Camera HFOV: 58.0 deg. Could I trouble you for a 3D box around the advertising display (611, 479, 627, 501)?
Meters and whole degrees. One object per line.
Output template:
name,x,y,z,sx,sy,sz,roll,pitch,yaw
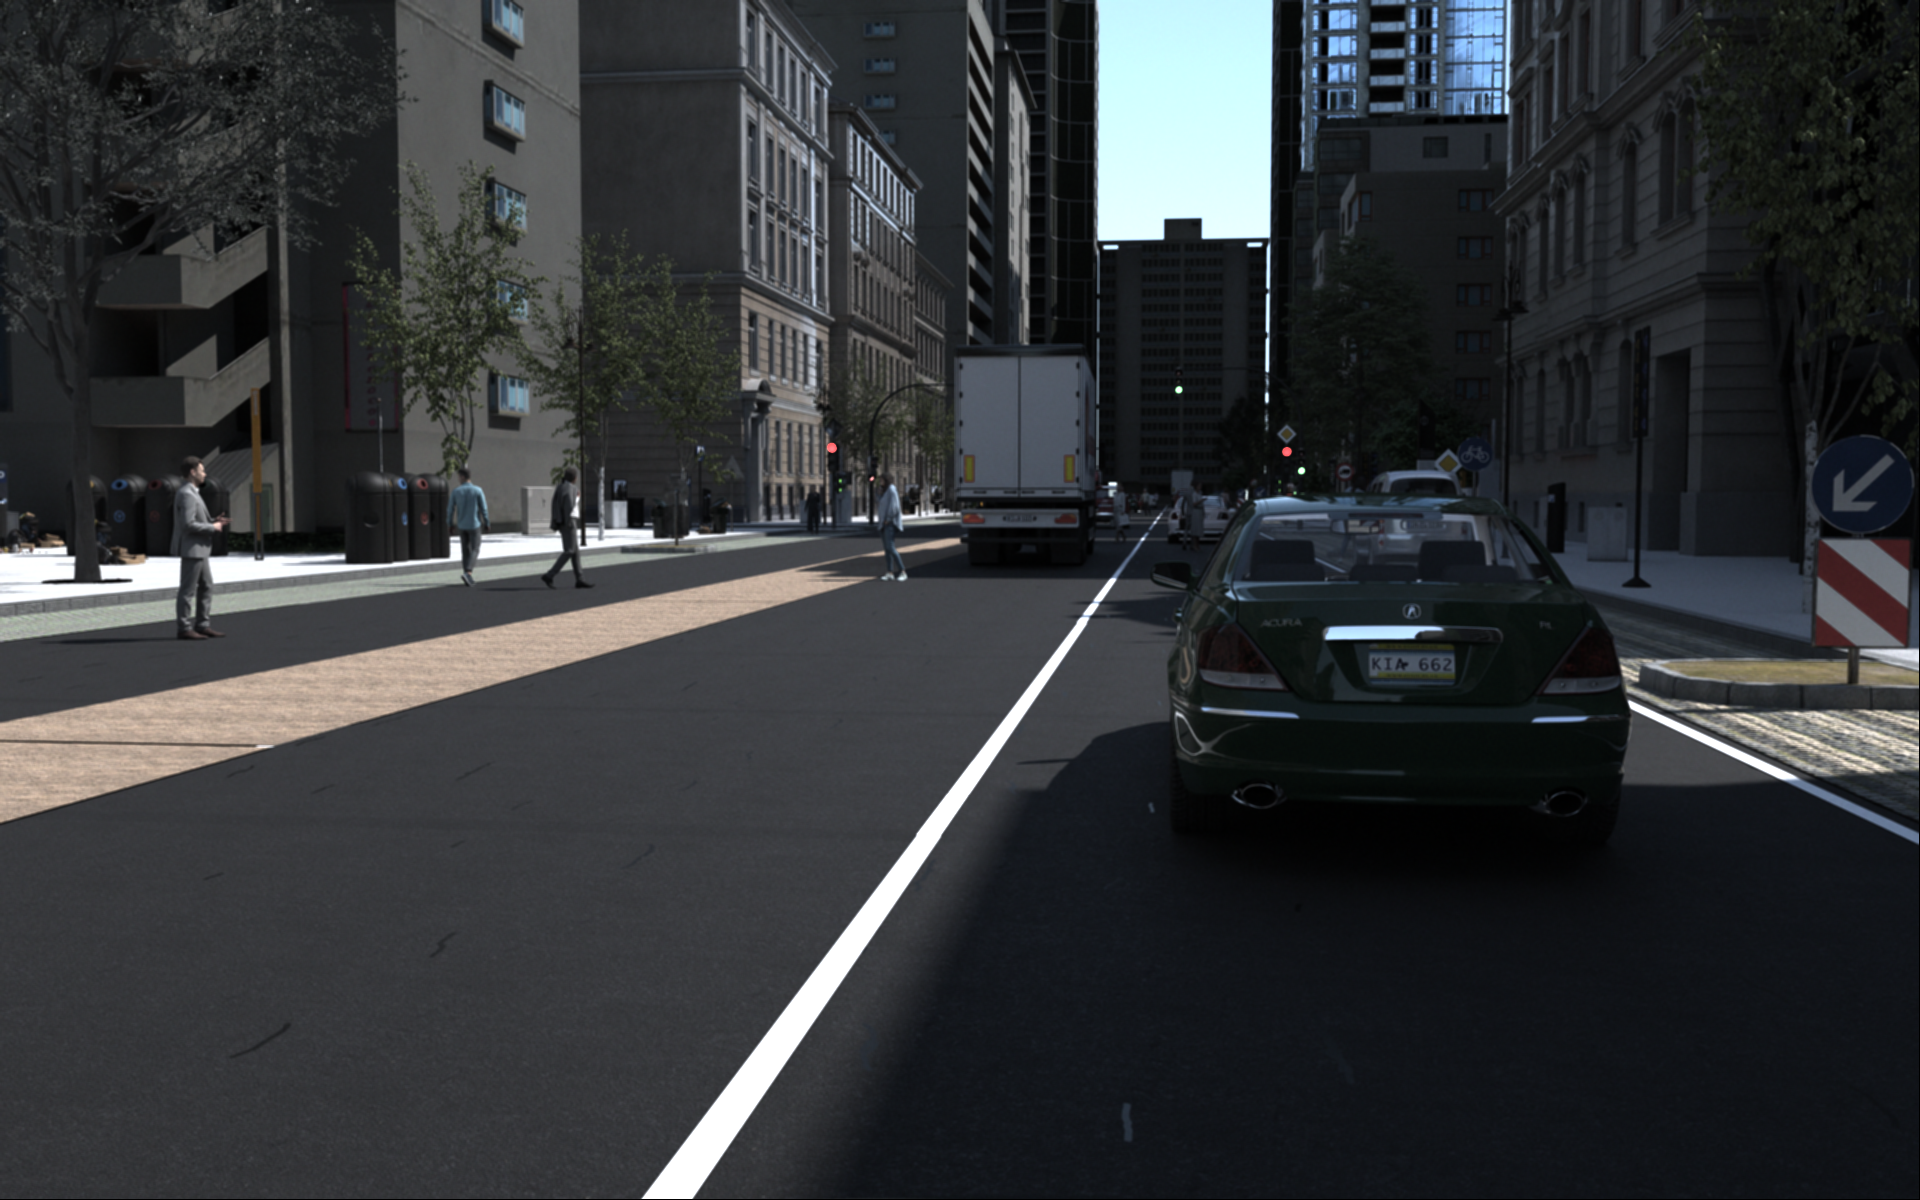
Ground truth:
advertising display,-14.834,-4.294,75.416,0.123,1.923,0.974,2,4,25

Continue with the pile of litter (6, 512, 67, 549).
pile of litter,-22.027,-1.680,41.426,1.176,0.858,1.719,2,4,28

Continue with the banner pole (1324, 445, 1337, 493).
banner pole,18.242,-5.844,85.565,0.863,3.779,0.401,3,5,40

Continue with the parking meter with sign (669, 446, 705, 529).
parking meter with sign,-10.172,-4.087,63.086,1.738,3.016,0.543,2,4,24

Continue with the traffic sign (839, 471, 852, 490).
traffic sign,-5.176,-4.659,78.307,0.606,2.300,0.079,1,4,11

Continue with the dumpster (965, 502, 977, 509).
dumpster,0.537,-7.357,122.779,1.502,2.255,1.985,0,4,7

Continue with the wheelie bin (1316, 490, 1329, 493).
wheelie bin,19.170,-5.135,91.861,0.980,1.594,0.693,0,4,-5

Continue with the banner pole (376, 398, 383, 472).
banner pole,-15.251,-3.400,45.613,0.401,3.779,0.863,-1,4,-13

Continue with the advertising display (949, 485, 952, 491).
advertising display,-0.623,-7.138,121.917,0.123,1.923,0.974,1,4,9

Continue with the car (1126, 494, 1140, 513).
car,12.903,-7.509,134.564,2.131,1.459,4.920,0,4,6

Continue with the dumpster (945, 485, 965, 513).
dumpster,-0.331,-6.764,116.355,1.264,1.857,1.865,0,4,7

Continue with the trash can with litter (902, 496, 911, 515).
trash can with litter,-3.268,-5.859,107.182,0.624,1.170,1.055,-1,4,-10

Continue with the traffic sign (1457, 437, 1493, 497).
traffic sign,11.469,-2.356,38.632,0.768,2.556,0.104,1,4,11

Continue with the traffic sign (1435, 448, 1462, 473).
traffic sign,12.296,-2.598,43.661,0.795,2.450,0.064,1,4,15

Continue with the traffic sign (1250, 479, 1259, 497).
traffic sign,24.106,-8.669,141.838,0.768,2.556,0.104,0,4,8

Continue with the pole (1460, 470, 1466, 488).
pole,16.409,-3.834,56.524,0.158,3.312,0.155,0,3,0

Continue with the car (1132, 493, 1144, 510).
car,16.079,-9.239,160.091,2.155,1.783,4.494,0,4,7

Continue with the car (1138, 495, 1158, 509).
car,18.722,-9.819,172.901,2.083,1.381,4.827,0,4,8

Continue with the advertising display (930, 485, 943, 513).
advertising display,-1.603,-6.951,118.868,0.974,1.923,0.123,-2,4,-33

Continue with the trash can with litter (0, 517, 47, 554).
trash can with litter,-20.918,-1.653,38.086,1.678,1.210,2.233,-1,4,-21

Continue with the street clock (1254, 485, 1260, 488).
street clock,24.270,-8.371,141.438,0.358,2.002,0.471,-3,4,-38

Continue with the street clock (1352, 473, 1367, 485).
street clock,13.686,-3.355,59.424,0.358,2.002,0.471,-3,4,-39

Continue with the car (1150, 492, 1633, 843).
car,1.996,0.193,8.638,2.131,1.459,4.920,1,4,8

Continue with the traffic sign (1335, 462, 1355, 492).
traffic sign,15.480,-4.258,69.720,0.768,2.556,0.104,1,4,17

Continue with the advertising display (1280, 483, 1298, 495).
advertising display,19.745,-6.010,103.477,0.974,1.923,0.123,0,4,-8

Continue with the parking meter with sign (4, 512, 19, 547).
parking meter with sign,-23.703,-2.821,42.392,1.738,3.016,0.543,2,4,31

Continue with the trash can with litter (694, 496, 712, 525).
trash can with litter,-10.811,-3.814,73.421,1.678,1.210,2.233,0,4,-8

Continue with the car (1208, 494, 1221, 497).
car,27.592,-10.937,187.610,1.959,1.807,4.718,1,4,8

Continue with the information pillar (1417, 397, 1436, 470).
information pillar,11.320,-3.106,42.131,0.504,3.616,0.183,-1,4,-21

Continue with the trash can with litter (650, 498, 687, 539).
trash can with litter,-8.371,-2.355,49.892,1.055,1.170,0.624,1,4,18

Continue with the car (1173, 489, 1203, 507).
car,17.585,-7.648,133.711,2.281,1.827,5.304,1,4,8

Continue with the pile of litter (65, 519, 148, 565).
pile of litter,-15.616,-1.100,31.951,1.176,0.858,1.719,-1,4,-15

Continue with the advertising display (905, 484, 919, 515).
advertising display,-2.987,-6.326,108.641,0.974,1.923,0.123,1,4,13

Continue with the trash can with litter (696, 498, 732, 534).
trash can with litter,-7.869,-2.686,55.297,1.055,1.170,0.624,-3,5,-41

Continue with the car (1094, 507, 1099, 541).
car,2.976,-2.372,50.579,2.131,1.459,4.920,0,4,7

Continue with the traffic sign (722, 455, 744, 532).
traffic sign,-7.671,-3.559,58.188,0.884,2.594,0.081,1,4,15

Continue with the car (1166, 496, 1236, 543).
car,7.169,-2.403,51.651,2.083,1.381,4.827,1,4,9

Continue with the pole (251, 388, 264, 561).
pole,-13.565,-2.421,33.422,0.158,3.312,0.155,0,3,0

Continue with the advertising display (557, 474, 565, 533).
advertising display,-13.060,-3.153,56.763,0.123,1.923,0.974,-1,4,-21

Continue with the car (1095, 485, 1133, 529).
car,6.211,-3.974,73.648,2.281,1.827,5.304,0,4,5

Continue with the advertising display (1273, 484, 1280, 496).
advertising display,20.344,-6.404,109.924,0.974,1.923,0.123,-1,4,-17
